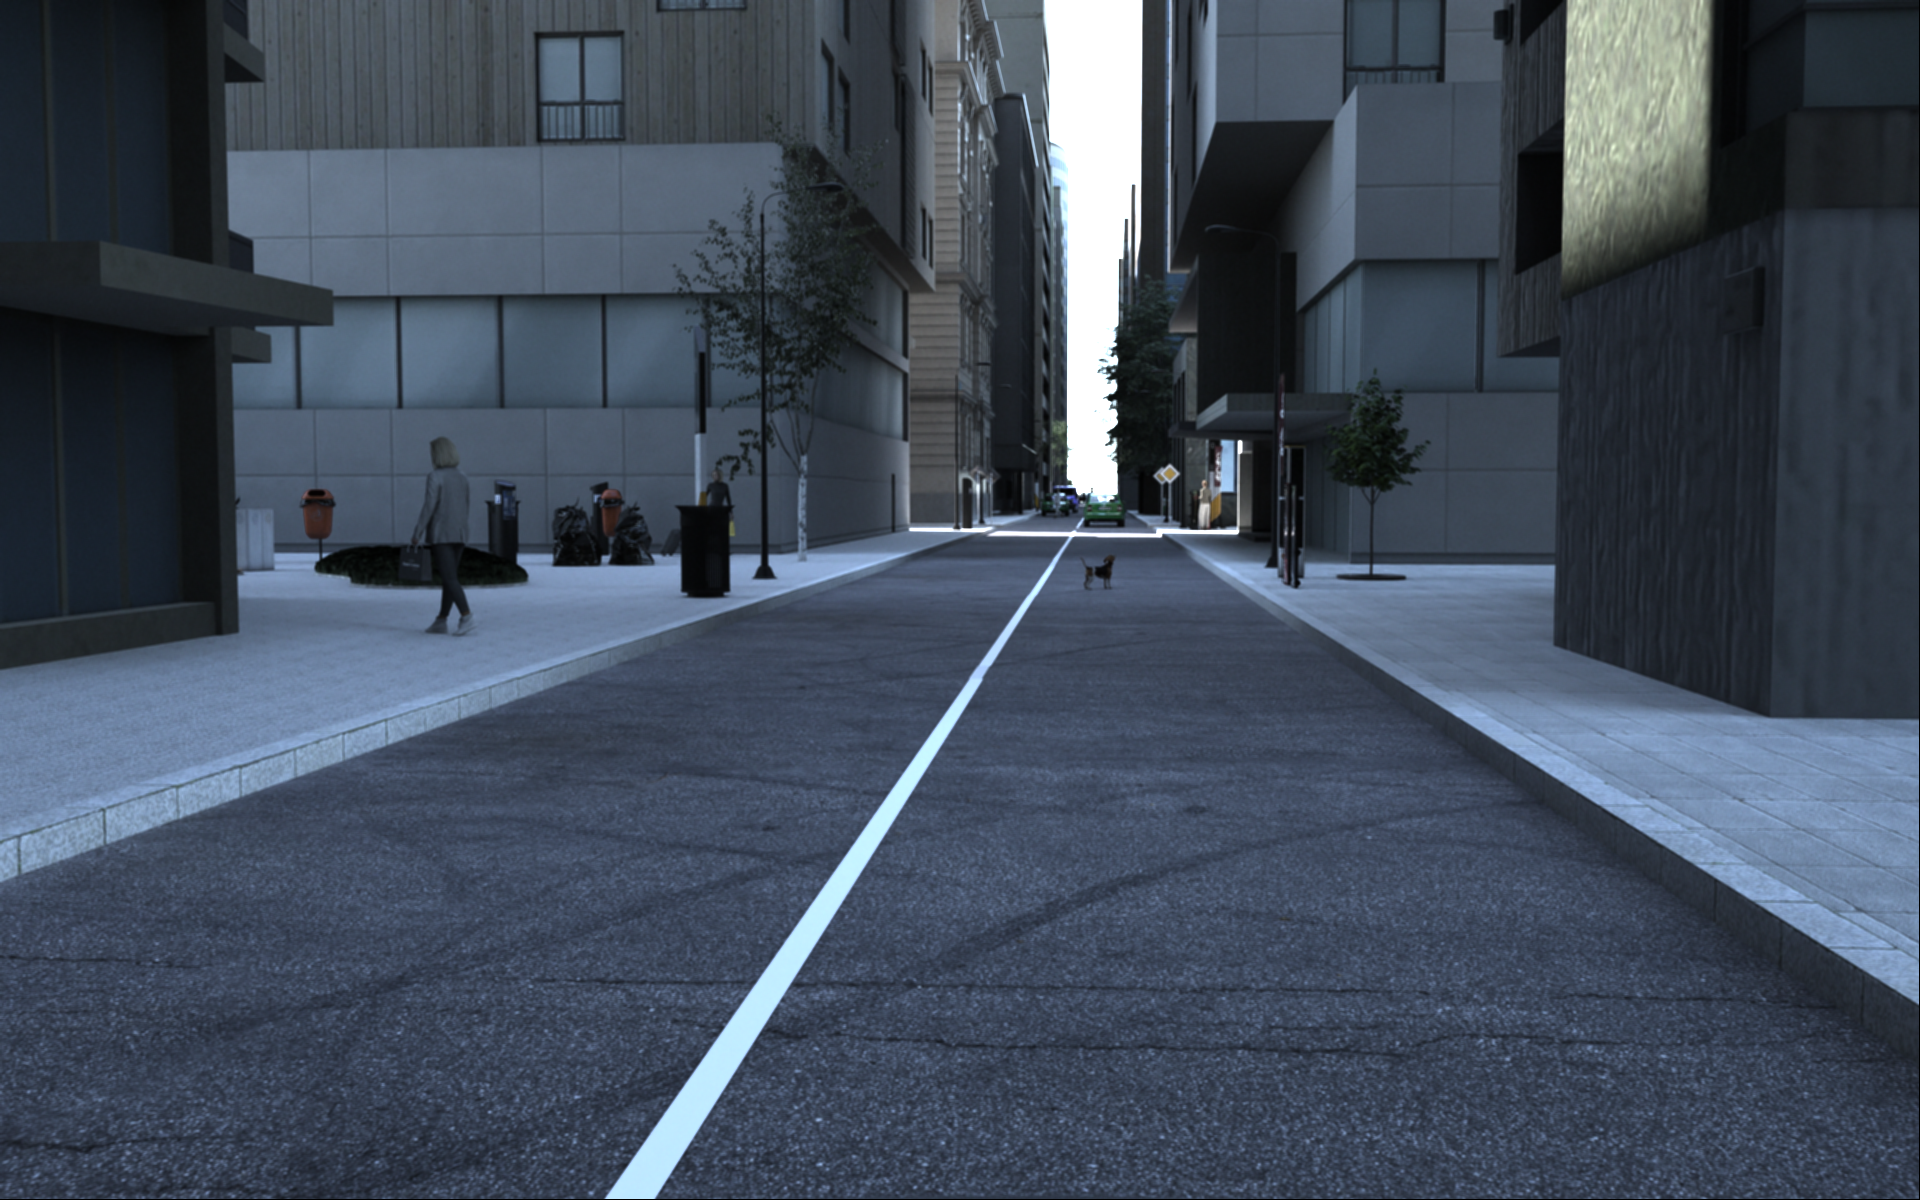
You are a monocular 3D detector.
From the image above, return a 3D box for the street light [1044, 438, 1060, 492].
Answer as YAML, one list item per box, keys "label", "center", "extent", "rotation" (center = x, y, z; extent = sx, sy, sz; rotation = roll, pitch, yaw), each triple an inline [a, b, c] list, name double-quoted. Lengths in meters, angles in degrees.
- label: "street light"
  center: [7.723, -10.870, 150.273]
  extent: [1.470, 5.913, 1.316]
  rotation: [0, 4, 5]

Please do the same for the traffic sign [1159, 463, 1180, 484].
- label: "traffic sign"
  center: [7.958, -3.878, 65.594]
  extent: [0.795, 2.593, 0.064]
  rotation: [0, 4, 5]

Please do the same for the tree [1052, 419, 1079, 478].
- label: "tree"
  center: [11.815, -18.293, 224.842]
  extent: [9.928, 11.665, 9.643]
  rotation: [0, 3, 0]

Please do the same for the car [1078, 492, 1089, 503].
- label: "car"
  center: [19.609, -16.088, 271.704]
  extent: [2.281, 1.827, 5.304]
  rotation: [0, 4, 5]

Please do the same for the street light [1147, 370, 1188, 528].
- label: "street light"
  center: [7.839, -5.642, 64.782]
  extent: [1.470, 5.913, 1.316]
  rotation: [0, 4, 5]

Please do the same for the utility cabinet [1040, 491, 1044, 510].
- label: "utility cabinet"
  center: [6.456, -7.825, 136.614]
  extent: [0.318, 1.500, 1.173]
  rotation: [0, 4, 2]

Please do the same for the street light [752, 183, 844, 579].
- label: "street light"
  center: [-2.423, -3.271, 26.028]
  extent: [1.470, 5.913, 1.316]
  rotation: [0, 4, 5]

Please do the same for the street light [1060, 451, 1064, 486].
- label: "street light"
  center: [10.431, -12.994, 184.997]
  extent: [1.470, 5.913, 1.316]
  rotation: [0, 4, 5]

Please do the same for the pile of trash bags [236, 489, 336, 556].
- label: "pile of trash bags"
  center: [-13.279, -1.351, 31.840]
  extent: [3.447, 1.369, 1.912]
  rotation: [-1, 4, -14]

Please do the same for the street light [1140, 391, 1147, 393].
- label: "street light"
  center: [8.780, -6.445, 77.915]
  extent: [1.470, 5.913, 1.316]
  rotation: [0, 4, 5]

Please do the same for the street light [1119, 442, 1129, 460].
- label: "street light"
  center: [15.148, -11.136, 154.616]
  extent: [1.470, 5.913, 1.316]
  rotation: [0, 4, 5]

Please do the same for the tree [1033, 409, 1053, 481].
- label: "tree"
  center: [5.826, -12.013, 146.767]
  extent: [4.360, 8.622, 3.978]
  rotation: [0, 3, 0]

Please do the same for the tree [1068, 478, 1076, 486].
- label: "tree"
  center: [18.957, -19.815, 307.680]
  extent: [4.285, 4.588, 4.351]
  rotation: [0, 3, 0]

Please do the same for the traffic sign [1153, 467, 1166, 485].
- label: "traffic sign"
  center: [8.601, -4.365, 73.553]
  extent: [0.795, 2.593, 0.064]
  rotation: [0, 4, 5]

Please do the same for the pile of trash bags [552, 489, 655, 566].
- label: "pile of trash bags"
  center: [-6.628, -1.384, 32.374]
  extent: [1.912, 1.369, 3.447]
  rotation: [0, 4, -8]

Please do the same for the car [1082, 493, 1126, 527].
- label: "car"
  center: [6.378, -4.158, 76.773]
  extent: [1.959, 1.807, 4.718]
  rotation: [0, 4, 4]

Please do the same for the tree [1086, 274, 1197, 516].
- label: "tree"
  center: [12.322, -11.913, 101.431]
  extent: [9.857, 13.997, 8.962]
  rotation: [0, 3, 0]

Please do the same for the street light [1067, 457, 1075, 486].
- label: "street light"
  center: [14.439, -15.959, 233.466]
  extent: [1.470, 5.913, 1.316]
  rotation: [0, 4, 5]

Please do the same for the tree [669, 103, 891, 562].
- label: "tree"
  center: [-3.135, -5.048, 32.897]
  extent: [4.360, 8.622, 3.978]
  rotation: [0, 3, 0]

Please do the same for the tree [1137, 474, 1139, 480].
- label: "tree"
  center: [14.194, -8.576, 123.926]
  extent: [4.285, 4.588, 4.351]
  rotation: [0, 3, 0]

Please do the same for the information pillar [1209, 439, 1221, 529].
- label: "information pillar"
  center: [9.345, -4.413, 63.499]
  extent: [0.183, 3.616, 0.504]
  rotation: [-3, 5, -43]

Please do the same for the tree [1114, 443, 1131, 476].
- label: "tree"
  center: [22.225, -17.194, 231.480]
  extent: [4.737, 8.622, 4.395]
  rotation: [0, 3, 0]

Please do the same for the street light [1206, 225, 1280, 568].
- label: "street light"
  center: [4.946, -3.519, 30.072]
  extent: [1.470, 5.913, 1.316]
  rotation: [0, 4, 5]

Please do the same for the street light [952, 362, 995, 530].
- label: "street light"
  center: [0.421, -5.419, 61.145]
  extent: [1.470, 5.913, 1.316]
  rotation: [0, 4, 5]

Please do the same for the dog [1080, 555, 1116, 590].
- label: "dog"
  center: [2.086, -0.421, 26.165]
  extent: [0.406, 0.507, 0.540]
  rotation: [1, 4, 23]

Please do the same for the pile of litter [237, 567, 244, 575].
- label: "pile of litter"
  center: [-12.212, -0.832, 27.575]
  extent: [1.719, 0.858, 1.176]
  rotation: [2, 4, 31]

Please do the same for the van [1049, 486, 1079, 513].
- label: "van"
  center: [7.956, -7.772, 131.458]
  extent: [2.240, 2.365, 5.245]
  rotation: [0, 4, 6]

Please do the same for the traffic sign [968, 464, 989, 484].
- label: "traffic sign"
  center: [0.689, -3.915, 66.199]
  extent: [0.795, 2.593, 0.064]
  rotation: [0, 4, 5]

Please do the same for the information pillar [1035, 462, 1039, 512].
- label: "information pillar"
  center: [5.557, -8.215, 125.671]
  extent: [0.183, 3.616, 0.504]
  rotation: [2, 4, 29]

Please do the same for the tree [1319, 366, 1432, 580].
- label: "tree"
  center: [6.351, -1.930, 26.158]
  extent: [1.663, 3.219, 1.824]
  rotation: [0, 3, 0]

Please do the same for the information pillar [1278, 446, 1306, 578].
- label: "information pillar"
  center: [5.070, -1.344, 26.473]
  extent: [0.304, 2.012, 0.304]
  rotation: [-1, 4, -20]

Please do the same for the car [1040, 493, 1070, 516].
- label: "car"
  center: [6.239, -6.384, 113.174]
  extent: [1.959, 1.807, 4.718]
  rotation: [0, 4, 4]

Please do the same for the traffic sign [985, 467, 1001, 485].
- label: "traffic sign"
  center: [1.332, -4.402, 74.158]
  extent: [0.795, 2.593, 0.064]
  rotation: [0, 4, 5]

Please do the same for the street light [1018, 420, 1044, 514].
- label: "street light"
  center: [4.346, -8.327, 108.682]
  extent: [1.470, 5.913, 1.316]
  rotation: [0, 4, 5]

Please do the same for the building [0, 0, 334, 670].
- label: "building"
  center: [-16.919, -21.560, 7.132]
  extent: [22.147, 44.769, 28.867]
  rotation: [0, 4, 5]

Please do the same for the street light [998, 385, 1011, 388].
- label: "street light"
  center: [1.463, -6.204, 73.971]
  extent: [1.470, 5.913, 1.316]
  rotation: [0, 4, 5]

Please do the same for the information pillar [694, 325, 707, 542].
- label: "information pillar"
  center: [-3.582, -1.991, 23.903]
  extent: [0.183, 3.616, 0.504]
  rotation: [-1, 4, -17]

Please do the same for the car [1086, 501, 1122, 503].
- label: "car"
  center: [7.758, -4.957, 93.046]
  extent: [2.014, 1.417, 4.499]
  rotation: [0, 4, 6]
